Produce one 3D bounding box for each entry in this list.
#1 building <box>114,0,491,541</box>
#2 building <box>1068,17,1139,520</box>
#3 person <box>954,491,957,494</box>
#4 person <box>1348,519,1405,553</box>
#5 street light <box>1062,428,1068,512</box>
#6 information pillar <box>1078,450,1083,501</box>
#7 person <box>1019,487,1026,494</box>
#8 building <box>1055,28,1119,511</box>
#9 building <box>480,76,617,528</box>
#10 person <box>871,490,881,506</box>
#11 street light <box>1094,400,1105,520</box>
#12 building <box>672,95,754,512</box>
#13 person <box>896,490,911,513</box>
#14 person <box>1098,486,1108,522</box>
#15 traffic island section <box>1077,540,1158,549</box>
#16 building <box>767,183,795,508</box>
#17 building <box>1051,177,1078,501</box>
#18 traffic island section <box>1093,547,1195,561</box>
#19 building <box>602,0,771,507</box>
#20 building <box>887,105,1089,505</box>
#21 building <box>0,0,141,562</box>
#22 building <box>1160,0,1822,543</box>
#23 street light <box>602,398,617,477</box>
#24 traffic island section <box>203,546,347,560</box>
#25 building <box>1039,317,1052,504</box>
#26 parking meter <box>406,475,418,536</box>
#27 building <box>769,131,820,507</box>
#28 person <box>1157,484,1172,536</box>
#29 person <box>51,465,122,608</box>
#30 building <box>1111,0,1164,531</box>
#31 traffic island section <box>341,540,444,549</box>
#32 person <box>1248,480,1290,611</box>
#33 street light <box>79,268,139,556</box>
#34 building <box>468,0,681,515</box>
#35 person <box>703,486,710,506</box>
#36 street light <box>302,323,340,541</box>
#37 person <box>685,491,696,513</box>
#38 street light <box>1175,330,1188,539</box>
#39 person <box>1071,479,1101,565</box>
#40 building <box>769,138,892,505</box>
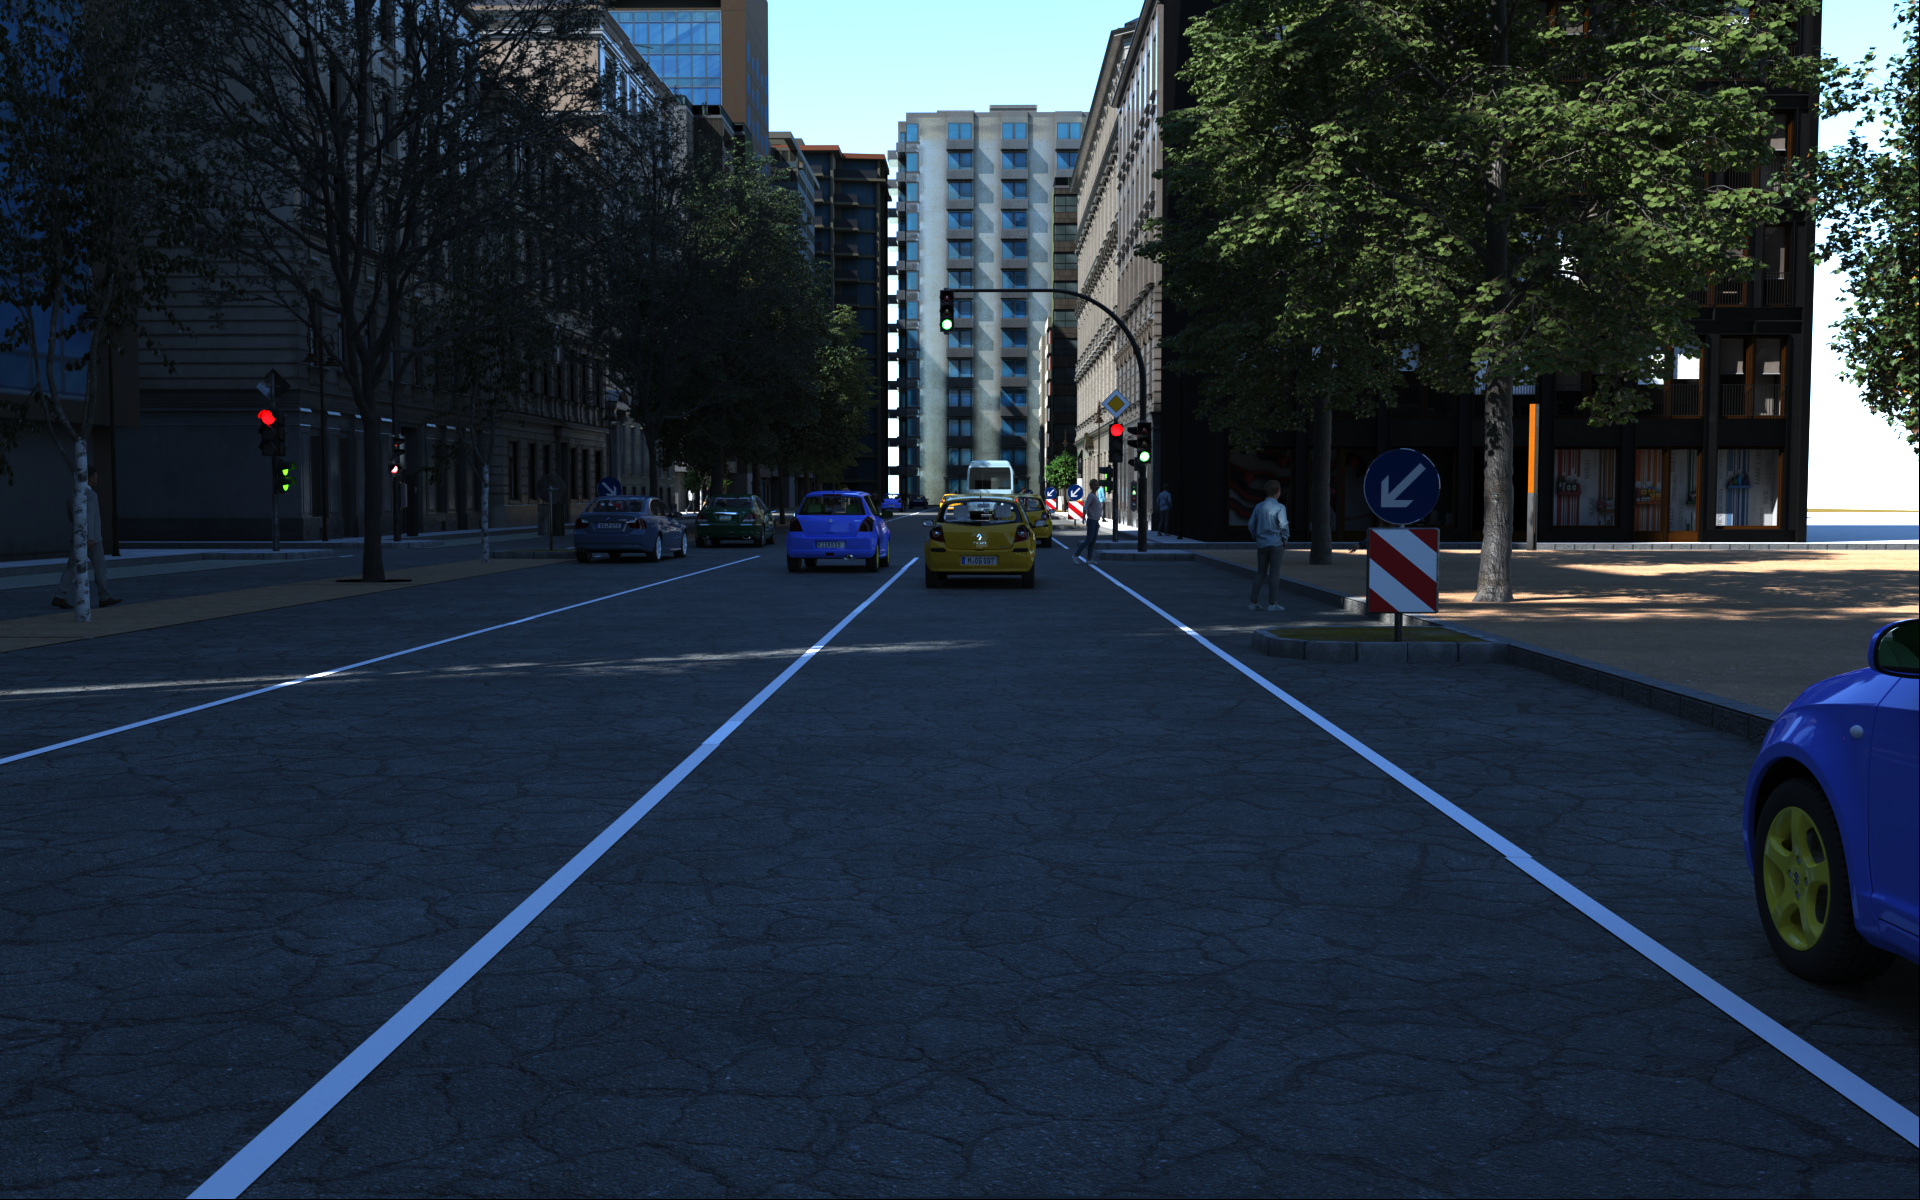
[{"bbox_3d":[-22.374,-12.614,55.387,9.793,20.994,18.267,0,4,1],"label":"building"},{"bbox_3d":[15.727,-19.733,99.043,17.030,29.872,44.131,0,4,1],"label":"building"},{"bbox_3d":[-0.408,-10.361,178.572,0.621,1.740,0.551,2,4,35],"label":"person"},{"bbox_3d":[6.472,-0.885,26.005,0.738,1.151,1.012,-3,5,-42],"label":"person"},{"bbox_3d":[7.373,-9.077,121.201,0.468,5.910,1.993,0,4,1],"label":"street light"},{"bbox_3d":[6.367,-6.136,91.682,0.183,3.616,0.504,-1,4,-21],"label":"information pillar"},{"bbox_3d":[3.345,-5.067,91.326,0.713,1.824,0.794,3,5,42],"label":"person"},{"bbox_3d":[24.125,-27.409,140.010,32.217,40.220,23.993,0,4,1],"label":"building"},{"bbox_3d":[-21.755,-12.817,74.179,10.561,19.102,19.286,0,4,1],"label":"building"},{"bbox_3d":[-7.346,-8.661,150.112,1.348,1.823,0.705,-2,4,-31],"label":"person"},{"bbox_3d":[6.848,-6.885,85.359,0.468,5.910,1.993,0,4,1],"label":"street light"},{"bbox_3d":[-23.221,-21.852,128.982,14.160,30.474,14.107,0,4,1],"label":"building"},{"bbox_3d":[-4.364,-7.640,133.928,1.217,1.766,0.721,0,4,2],"label":"person"},{"bbox_3d":[6.440,-4.496,79.417,0.748,1.841,0.638,0,4,-2],"label":"person"},{"bbox_3d":[4.196,-1.485,46.560,2.009,0.180,2.903,0,4,1],"label":"traffic island section"},{"bbox_3d":[-22.838,-23.580,157.234,14.160,30.474,14.107,0,4,1],"label":"building"},{"bbox_3d":[15.409,-23.762,160.211,14.160,30.474,14.107,0,4,1],"label":"building"},{"bbox_3d":[4.071,-0.997,38.576,2.009,0.180,2.903,0,4,1],"label":"traffic island section"},{"bbox_3d":[-23.460,-30.125,142.662,14.600,45.320,14.200,0,4,1],"label":"building"},{"bbox_3d":[6.483,-36.465,215.816,30.456,49.044,23.786,0,4,1],"label":"building"},{"bbox_3d":[-24.779,-23.183,29.145,14.200,45.320,14.600,0,4,1],"label":"building"},{"bbox_3d":[14.536,-13.553,51.275,15.834,23.373,12.332,0,4,1],"label":"building"},{"bbox_3d":[-16.786,-6.751,83.159,0.468,5.910,1.993,0,4,1],"label":"street light"},{"bbox_3d":[-15.368,-1.015,38.884,2.009,0.180,2.903,0,4,1],"label":"traffic island section"},{"bbox_3d":[22.610,-20.684,183.225,27.650,21.520,28.899,0,4,1],"label":"building"},{"bbox_3d":[-16.615,-2.862,52.510,0.255,1.863,0.399,0,4,-2],"label":"parking meter"},{"bbox_3d":[-27.345,-29.931,181.245,23.993,40.220,32.217,0,4,1],"label":"building"},{"bbox_3d":[6.274,-2.753,52.873,0.330,1.601,0.589,-3,4,-36],"label":"person"},{"bbox_3d":[-11.028,-0.797,21.806,0.678,1.792,0.850,2,4,30],"label":"person"},{"bbox_3d":[11.450,-13.400,68.237,9.793,20.994,18.267,0,4,1],"label":"building"},{"bbox_3d":[-15.243,-1.504,46.868,2.009,0.180,2.903,0,4,1],"label":"traffic island section"},{"bbox_3d":[3.812,-0.668,21.240,0.330,1.601,0.589,-3,4,-38],"label":"person"},{"bbox_3d":[-17.410,-3.839,35.555,0.468,5.910,1.993,0,4,1],"label":"street light"},{"bbox_3d":[-23.370,-18.818,93.577,13.634,28.700,20.117,0,4,1],"label":"building"},{"bbox_3d":[-17.199,-6.883,118.557,0.713,1.824,0.794,3,5,39],"label":"person"},{"bbox_3d":[-17.297,-4.540,47.009,0.468,5.910,1.993,0,4,1],"label":"street light"},{"bbox_3d":[-17.870,-6.685,115.189,0.661,1.843,0.795,3,5,41],"label":"person"},{"bbox_3d":[6.247,-4.663,49.023,0.468,5.910,1.993,0,4,1],"label":"street light"},{"bbox_3d":[2.547,-1.583,35.053,0.598,1.740,0.731,1,4,8],"label":"person"},{"bbox_3d":[-23.246,-34.338,216.050,28.867,44.769,22.147,0,4,1],"label":"building"}]
